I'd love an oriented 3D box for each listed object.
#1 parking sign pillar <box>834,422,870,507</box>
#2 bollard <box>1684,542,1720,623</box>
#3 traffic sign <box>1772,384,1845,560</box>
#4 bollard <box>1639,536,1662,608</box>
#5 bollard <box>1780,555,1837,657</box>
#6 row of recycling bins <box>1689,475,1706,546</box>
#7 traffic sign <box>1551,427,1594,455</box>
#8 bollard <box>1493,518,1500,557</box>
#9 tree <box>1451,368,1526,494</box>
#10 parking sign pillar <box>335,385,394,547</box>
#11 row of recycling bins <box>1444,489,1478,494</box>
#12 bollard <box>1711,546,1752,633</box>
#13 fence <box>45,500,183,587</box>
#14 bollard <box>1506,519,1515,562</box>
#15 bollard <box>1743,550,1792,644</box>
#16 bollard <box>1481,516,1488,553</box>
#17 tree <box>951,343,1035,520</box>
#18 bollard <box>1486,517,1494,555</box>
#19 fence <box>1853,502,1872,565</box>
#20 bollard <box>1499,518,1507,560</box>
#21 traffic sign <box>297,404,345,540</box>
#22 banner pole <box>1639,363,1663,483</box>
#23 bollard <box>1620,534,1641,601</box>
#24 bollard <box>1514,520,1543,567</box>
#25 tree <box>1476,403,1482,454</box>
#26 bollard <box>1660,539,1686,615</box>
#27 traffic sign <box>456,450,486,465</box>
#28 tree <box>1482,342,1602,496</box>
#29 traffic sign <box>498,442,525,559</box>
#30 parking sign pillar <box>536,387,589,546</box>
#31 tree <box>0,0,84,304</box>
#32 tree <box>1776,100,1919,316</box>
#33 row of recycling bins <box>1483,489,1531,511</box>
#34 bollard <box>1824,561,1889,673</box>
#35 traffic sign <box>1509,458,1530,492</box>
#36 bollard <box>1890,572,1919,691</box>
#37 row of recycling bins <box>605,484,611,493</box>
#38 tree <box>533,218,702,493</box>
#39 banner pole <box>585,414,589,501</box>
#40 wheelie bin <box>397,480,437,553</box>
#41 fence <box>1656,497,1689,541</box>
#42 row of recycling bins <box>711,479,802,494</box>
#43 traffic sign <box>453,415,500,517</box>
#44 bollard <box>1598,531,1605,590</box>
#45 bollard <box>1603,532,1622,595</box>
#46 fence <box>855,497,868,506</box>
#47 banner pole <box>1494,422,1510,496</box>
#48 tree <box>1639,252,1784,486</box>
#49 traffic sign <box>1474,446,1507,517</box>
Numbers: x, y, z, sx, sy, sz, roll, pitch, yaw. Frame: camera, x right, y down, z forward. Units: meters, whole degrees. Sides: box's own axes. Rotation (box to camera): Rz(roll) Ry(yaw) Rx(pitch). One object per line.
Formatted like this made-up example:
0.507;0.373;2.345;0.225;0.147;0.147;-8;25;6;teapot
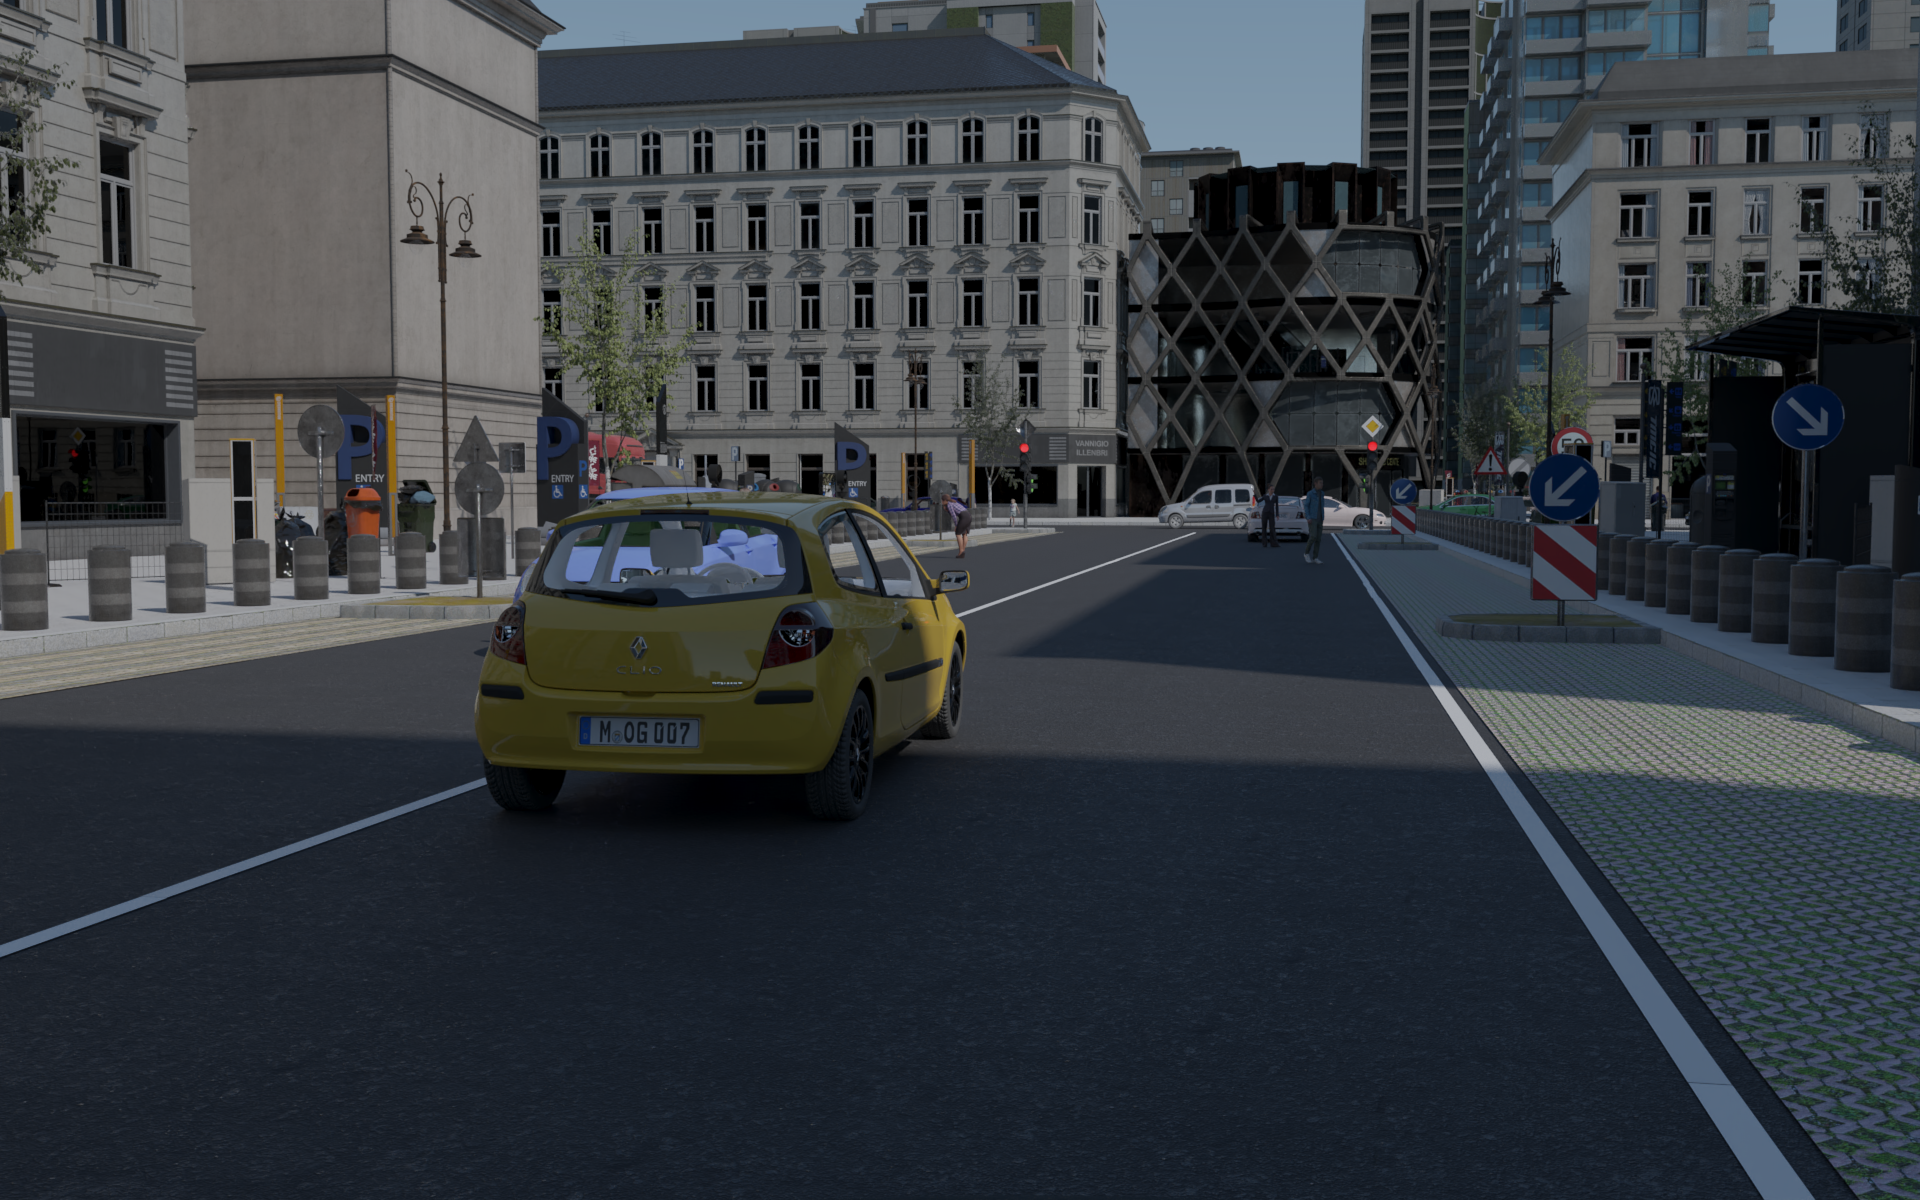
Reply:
-4.013;-4.656;64.605;1.447;3.967;1.447;-1;4;-11;parking sign pillar
7.541;-0.161;17.355;0.404;0.777;0.398;0;3;0;bollard
9.819;-1.225;20.128;0.768;2.556;0.104;1;4;16;traffic sign
8.012;-0.305;19.712;0.404;0.777;0.398;0;3;0;bollard
6.829;0.056;13.796;0.404;0.777;0.398;0;3;0;bollard
16.773;-1.726;35.340;3.534;1.692;1.069;0;4;4;row of recycling bins
11.586;-2.000;32.814;0.768;2.556;0.104;1;4;19;traffic sign
11.079;-1.246;35.097;0.404;0.777;0.398;0;3;0;bollard
30.279;-9.116;99.412;4.360;8.622;3.978;0;3;0;tree
-14.664;-3.314;42.658;1.447;3.967;1.447;0;4;-6;parking sign pillar
40.511;-8.165;140.615;3.534;1.692;1.069;-2;4;-25;row of recycling bins
7.299;-0.089;16.167;0.404;0.777;0.398;0;3;0;bollard
-11.935;-0.829;24.758;0.480;1.192;2.264;3;5;42;fence
10.605;-1.101;32.723;0.404;0.777;0.398;0;3;0;bollard
7.069;-0.016;14.975;0.404;0.777;0.398;0;3;0;bollard
11.550;-1.391;37.466;0.404;0.777;0.398;0;3;0;bollard
1.509;-8.176;84.040;4.360;8.622;3.978;0;3;0;tree
11.314;-1.319;36.278;0.404;0.777;0.398;0;3;0;bollard
9.068;-0.379;17.408;0.480;1.192;2.264;2;4;31;fence
10.843;-1.174;33.910;0.404;0.777;0.398;0;3;0;bollard
-9.099;-1.501;24.640;0.768;2.556;0.104;1;4;15;traffic sign
13.236;-2.648;33.313;0.863;3.779;0.401;-3;4;-36;banner pole
8.248;-0.378;20.890;0.404;0.777;0.398;0;3;0;bollard
10.367;-1.028;31.531;0.404;0.777;0.398;0;3;0;bollard
34.110;-9.600;107.328;4.737;8.622;4.395;0;3;0;tree
7.775;-0.233;18.534;0.404;0.777;0.398;0;3;0;bollard
-8.807;-1.852;31.474;0.795;2.450;0.064;1;4;16;traffic sign
28.626;-8.153;83.657;4.737;8.622;4.395;0;3;0;tree
-8.860;-1.965;34.259;0.606;2.300;0.079;1;4;19;traffic sign
-9.995;-3.366;43.506;1.447;3.967;1.447;2;4;25;parking sign pillar
-14.888;-4.569;25.072;4.360;8.622;3.978;0;3;0;tree
17.225;-4.950;31.295;4.360;8.622;3.978;0;3;0;tree
40.790;-7.482;129.435;3.534;1.692;1.069;1;4;11;row of recycling bins
6.592;0.129;12.600;0.404;0.777;0.398;0;3;0;bollard
19.802;-3.748;61.388;0.768;2.556;0.104;1;4;21;traffic sign
6.353;0.203;11.390;0.404;0.777;0.398;0;3;0;bollard
-11.945;-3.649;66.771;3.534;1.692;1.069;0;4;0;row of recycling bins
-9.395;-5.925;47.243;4.737;8.622;4.395;0;3;0;tree
-11.735;-3.919;54.099;0.401;3.779;0.863;-3;4;-38;banner pole
-11.868;-1.830;37.821;0.980;1.594;0.693;1;4;22;wheelie bin
18.510;-2.048;44.690;0.480;1.192;2.264;0;4;-6;fence
-5.703;-2.518;48.283;1.069;1.692;3.534;2;4;32;row of recycling bins
-8.001;-1.750;28.617;0.884;2.594;0.081;1;4;19;traffic sign
8.717;-0.522;23.247;0.404;0.777;0.398;0;3;0;bollard
8.484;-0.450;22.068;0.404;0.777;0.398;0;3;0;bollard
-3.097;-2.645;54.451;0.480;1.192;2.264;-1;4;-14;fence
18.999;-4.321;60.671;0.401;3.779;0.863;-2;4;-29;banner pole
23.254;-6.297;53.315;4.737;8.622;4.395;0;3;0;tree
14.403;-2.878;47.061;0.884;2.594;0.081;1;4;19;traffic sign
